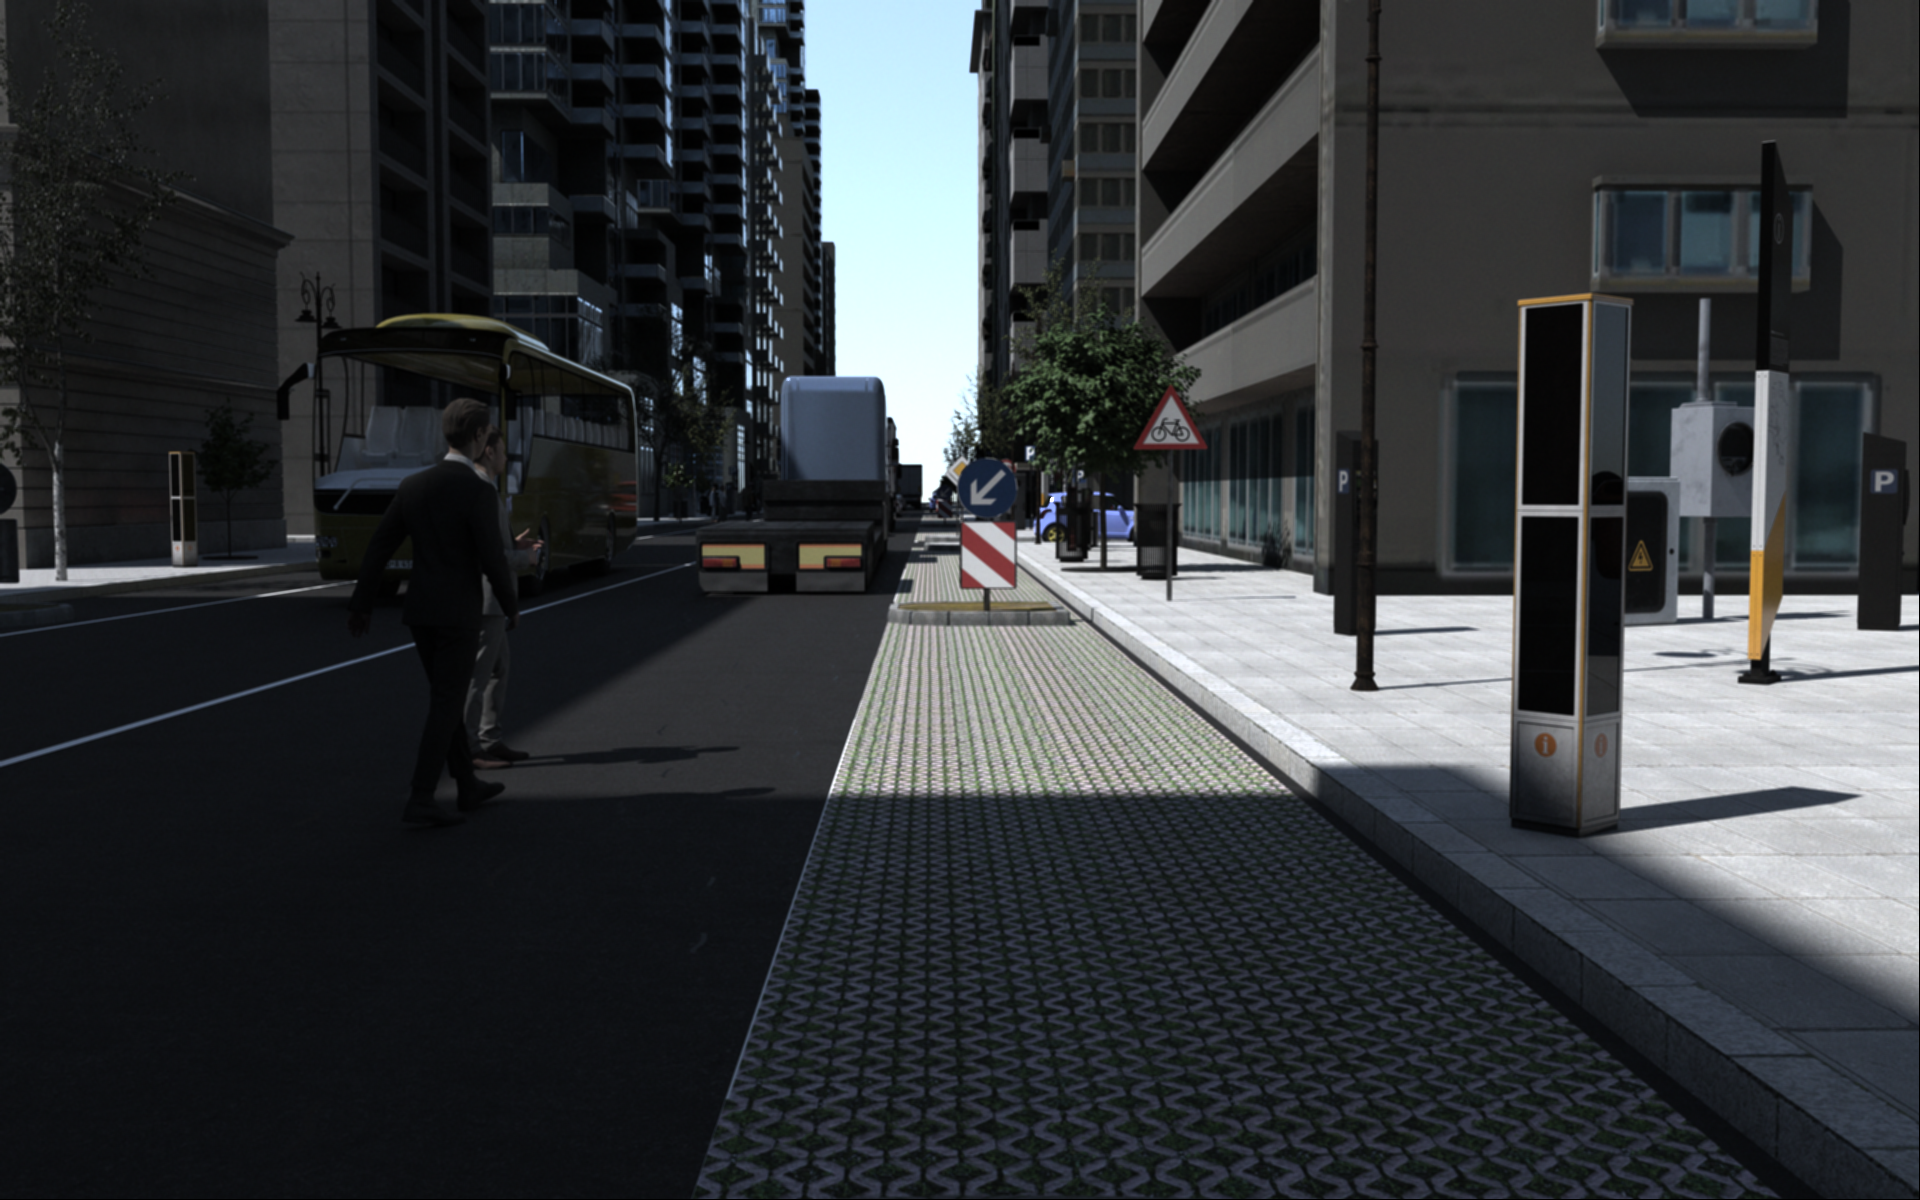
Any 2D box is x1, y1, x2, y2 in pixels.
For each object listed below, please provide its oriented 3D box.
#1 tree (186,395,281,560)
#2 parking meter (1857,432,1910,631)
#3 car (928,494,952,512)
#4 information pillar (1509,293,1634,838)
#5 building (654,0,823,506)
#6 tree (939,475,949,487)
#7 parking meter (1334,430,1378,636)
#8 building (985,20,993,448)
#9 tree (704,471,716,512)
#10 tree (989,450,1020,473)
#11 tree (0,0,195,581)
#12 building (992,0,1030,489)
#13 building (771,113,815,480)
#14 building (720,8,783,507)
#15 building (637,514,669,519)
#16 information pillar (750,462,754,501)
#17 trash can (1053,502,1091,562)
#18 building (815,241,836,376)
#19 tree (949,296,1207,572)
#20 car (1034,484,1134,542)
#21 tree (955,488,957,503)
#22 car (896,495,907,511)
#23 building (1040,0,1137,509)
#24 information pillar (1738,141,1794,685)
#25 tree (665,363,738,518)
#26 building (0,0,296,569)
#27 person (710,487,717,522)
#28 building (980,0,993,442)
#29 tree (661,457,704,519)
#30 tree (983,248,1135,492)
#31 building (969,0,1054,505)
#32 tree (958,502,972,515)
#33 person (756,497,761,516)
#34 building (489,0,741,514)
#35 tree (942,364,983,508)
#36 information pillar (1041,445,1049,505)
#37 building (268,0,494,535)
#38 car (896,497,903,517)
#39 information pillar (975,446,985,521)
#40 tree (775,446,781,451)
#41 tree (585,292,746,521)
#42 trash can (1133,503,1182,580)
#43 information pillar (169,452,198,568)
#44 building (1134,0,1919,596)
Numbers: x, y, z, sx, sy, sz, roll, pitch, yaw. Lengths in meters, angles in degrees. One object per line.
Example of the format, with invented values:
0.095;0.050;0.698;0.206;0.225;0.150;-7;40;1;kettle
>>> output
-14.383;-2.411;34.023;1.663;3.219;1.824;0;3;0;tree
8.705;-0.648;16.311;0.399;1.863;0.255;2;4;29;parking meter
-1.572;-7.853;137.990;1.945;1.707;3.694;0;4;-1;car
2.320;-0.128;6.588;0.304;2.012;0.304;-3;5;-40;information pillar
-29.772;-57.259;248.850;22.319;86.520;31.000;0;4;-1;building
-1.269;-16.324;250.606;4.285;4.588;4.351;0;3;0;tree
3.606;-0.615;15.767;0.255;1.863;0.399;-1;4;-15;parking meter
13.554;-30.866;159.278;22.147;44.769;28.867;0;4;-1;building
-18.482;-7.877;123.385;1.663;3.219;1.824;0;3;0;tree
1.927;-4.973;75.910;1.663;3.219;1.824;0;3;0;tree
-13.531;-4.584;25.314;4.360;8.622;3.978;0;3;0;tree
9.539;-27.785;137.878;14.154;41.232;14.086;0;4;-1;building
-30.178;-36.700;223.748;21.300;48.544;21.600;0;4;-1;building
-29.569;-33.865;173.302;23.786;49.044;30.456;0;4;-1;building
-28.264;-48.359;103.335;22.319;86.520;31.000;0;4;-1;building
-15.212;-8.261;126.420;0.183;3.616;0.504;1;4;18;information pillar
2.111;-1.286;32.686;0.748;1.137;0.748;0;3;0;trash can
-26.941;-36.038;272.810;14.154;41.232;14.086;0;4;-1;building
2.380;-2.768;28.977;4.285;4.588;4.351;0;3;0;tree
3.900;-2.363;48.221;3.694;1.707;1.945;0;4;-1;car
-0.484;-16.139;258.478;1.663;3.219;1.824;0;3;0;tree
-5.641;-8.452;150.558;2.083;1.381;4.827;0;4;1;car
15.797;-23.156;70.490;23.993;40.220;32.217;0;4;-1;building
5.510;-1.249;11.770;0.183;3.616;0.504;3;5;40;information pillar
-14.271;-8.810;94.408;4.737;8.622;4.395;0;3;0;tree
-32.927;-13.219;35.217;34.723;24.649;14.460;0;4;-1;building
-12.640;-4.906;88.901;0.419;1.800;0.721;-1;4;-18;person
11.248;-49.669;250.344;20.563;71.187;20.611;0;4;-1;building
-14.575;-5.849;90.233;1.663;3.219;1.824;0;3;0;tree
3.452;-6.271;52.901;4.737;8.622;4.395;0;3;0;tree
15.655;-36.576;187.260;28.713;52.752;27.495;0;4;-1;building
1.067;-6.872;106.953;1.663;3.219;1.824;0;3;0;tree
-13.058;-6.044;112.000;0.352;1.250;0.332;1;4;16;person
-27.935;-50.659;140.954;22.319;86.520;31.000;0;4;-1;building
1.624;-8.975;97.103;4.737;8.622;4.395;0;3;0;tree
3.170;-4.465;64.350;0.183;3.616;0.504;2;4;29;information pillar
-26.332;-38.155;62.091;20.563;71.187;20.611;0;4;-1;building
-4.583;-5.829;107.658;2.083;1.381;4.827;0;4;0;car
0.966;-5.654;83.797;0.504;3.616;0.183;-2;4;-33;information pillar
-16.844;-18.013;204.882;12.009;13.543;11.850;0;3;0;tree
-14.240;-8.946;80.684;8.767;10.594;7.601;0;4;-7;tree
2.959;-0.878;26.006;0.748;1.137;0.748;0;3;0;trash can
-13.605;-1.581;30.348;0.304;2.012;0.304;2;4;28;information pillar
15.118;-24.913;31.036;21.300;48.544;21.600;0;4;-1;building
